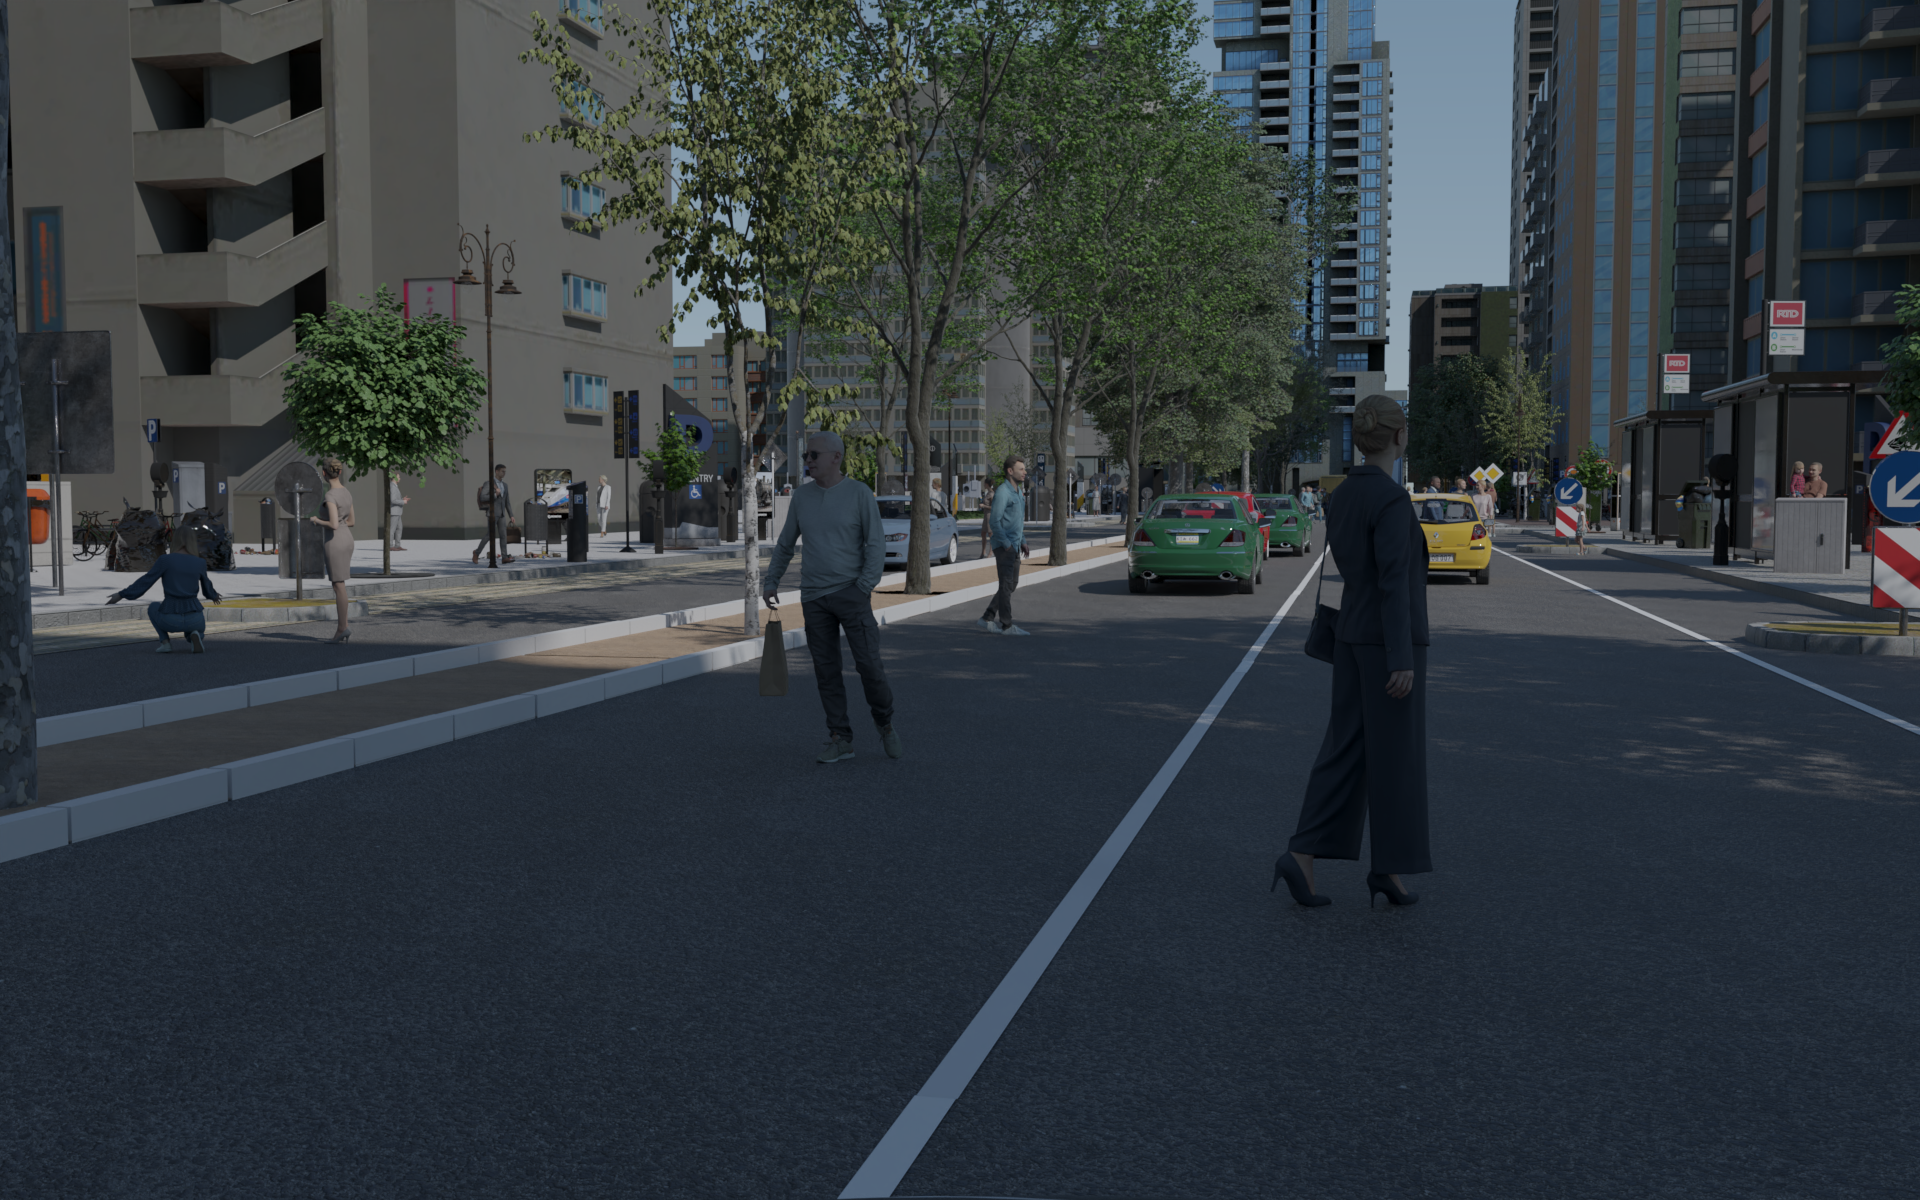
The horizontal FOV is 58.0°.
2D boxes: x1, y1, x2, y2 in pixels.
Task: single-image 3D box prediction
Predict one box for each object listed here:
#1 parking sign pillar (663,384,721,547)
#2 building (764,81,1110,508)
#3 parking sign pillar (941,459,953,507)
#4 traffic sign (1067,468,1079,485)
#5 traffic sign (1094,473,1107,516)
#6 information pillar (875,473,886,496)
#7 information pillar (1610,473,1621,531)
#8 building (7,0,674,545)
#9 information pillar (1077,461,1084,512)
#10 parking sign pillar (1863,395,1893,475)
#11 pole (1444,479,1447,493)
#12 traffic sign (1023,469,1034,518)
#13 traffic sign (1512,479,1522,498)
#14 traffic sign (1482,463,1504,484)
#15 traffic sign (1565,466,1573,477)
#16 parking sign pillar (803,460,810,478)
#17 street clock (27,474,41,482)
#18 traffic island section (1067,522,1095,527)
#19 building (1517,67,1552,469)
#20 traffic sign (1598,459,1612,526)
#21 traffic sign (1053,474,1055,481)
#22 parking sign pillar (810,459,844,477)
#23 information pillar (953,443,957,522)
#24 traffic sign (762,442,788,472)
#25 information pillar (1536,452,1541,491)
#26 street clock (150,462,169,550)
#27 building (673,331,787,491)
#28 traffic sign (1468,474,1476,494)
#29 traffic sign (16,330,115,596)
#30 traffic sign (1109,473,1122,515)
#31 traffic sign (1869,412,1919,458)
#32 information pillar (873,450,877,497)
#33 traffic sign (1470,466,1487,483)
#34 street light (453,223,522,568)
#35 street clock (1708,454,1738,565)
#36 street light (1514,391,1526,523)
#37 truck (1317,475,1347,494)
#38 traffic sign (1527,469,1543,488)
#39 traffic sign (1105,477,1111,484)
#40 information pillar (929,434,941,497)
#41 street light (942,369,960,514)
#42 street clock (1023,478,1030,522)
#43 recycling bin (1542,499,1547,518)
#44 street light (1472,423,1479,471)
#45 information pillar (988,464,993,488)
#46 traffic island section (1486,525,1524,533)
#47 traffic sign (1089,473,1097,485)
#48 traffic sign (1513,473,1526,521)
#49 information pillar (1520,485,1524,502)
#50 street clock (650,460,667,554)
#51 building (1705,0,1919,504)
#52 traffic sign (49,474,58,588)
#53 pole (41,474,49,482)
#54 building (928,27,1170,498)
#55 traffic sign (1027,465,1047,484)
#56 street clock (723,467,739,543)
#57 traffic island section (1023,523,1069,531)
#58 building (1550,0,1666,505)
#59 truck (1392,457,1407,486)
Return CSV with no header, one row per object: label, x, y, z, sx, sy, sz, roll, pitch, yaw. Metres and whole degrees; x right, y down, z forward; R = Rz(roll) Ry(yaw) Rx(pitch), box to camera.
parking sign pillar,-6.639,-3.318,42.714,1.447,3.967,1.447,-3,4,-39
building,-1.920,-29.097,167.618,32.217,40.220,23.993,1,4,13
parking sign pillar,-0.889,-8.188,122.351,1.447,3.967,1.447,-2,4,-29
traffic sign,4.868,-4.554,76.644,0.795,2.593,0.064,1,4,13
traffic sign,8.345,-6.300,103.105,0.768,2.556,0.104,1,4,19
information pillar,-2.728,-3.379,59.738,0.304,2.012,0.304,1,4,15
information pillar,22.702,-3.385,59.832,0.304,2.012,0.304,-2,4,-30
building,-22.936,-26.261,53.070,21.600,48.544,21.300,1,4,13
information pillar,8.473,-7.987,121.935,0.504,3.616,0.183,2,4,34
parking sign pillar,24.876,-3.557,46.631,1.447,3.967,1.447,0,4,-2
pole,40.151,-9.139,143.266,0.158,3.312,0.155,0,3,0
traffic sign,3.406,-5.287,86.550,0.768,2.556,0.104,1,4,22
traffic sign,31.675,-5.894,98.498,0.606,2.300,0.079,1,4,15
traffic sign,19.973,-3.835,64.887,0.795,2.593,0.064,1,4,13
traffic sign,27.429,-4.732,77.473,0.768,2.556,0.104,1,4,19
parking sign pillar,-10.398,-8.006,119.372,1.447,3.967,1.447,0,4,-7
street clock,-21.893,-2.223,40.910,0.471,2.002,0.358,-2,4,-27
traffic island section,4.843,-3.329,76.716,2.009,0.180,2.903,1,4,13
building,73.808,-34.909,190.376,23.786,49.044,30.456,1,4,13
traffic sign,23.540,-3.886,63.637,0.768,2.556,0.104,1,4,20
traffic sign,5.737,-6.115,100.093,0.768,2.556,0.104,1,4,14
parking sign pillar,-6.423,-6.050,87.392,1.447,3.967,1.447,-3,5,-41
information pillar,-0.233,-5.394,79.554,0.183,3.616,0.504,-1,4,-18
traffic sign,-4.746,-2.701,43.888,0.795,2.593,0.064,1,4,16
information pillar,31.910,-6.372,95.541,0.183,3.616,0.504,0,4,5
street clock,-18.230,-2.136,39.493,0.358,2.002,0.471,0,3,0
building,-17.395,-22.548,213.706,28.899,21.520,27.650,1,4,13
traffic sign,31.563,-6.499,106.372,0.768,2.556,0.104,1,4,15
traffic sign,-11.637,-1.709,21.815,2.265,3.308,0.079,1,4,14
traffic sign,9.532,-6.501,106.398,0.768,2.556,0.104,1,4,16
traffic sign,13.992,-1.576,25.775,0.884,2.594,0.081,1,4,16
information pillar,-3.673,-5.334,78.565,0.504,3.616,0.183,1,4,10
traffic sign,21.799,-4.310,72.662,0.795,2.593,0.064,1,4,13
street light,-8.088,-3.488,29.809,0.468,5.910,1.993,1,4,13
street clock,13.713,-1.626,31.161,0.471,2.002,0.358,-1,4,-16
street light,25.132,-6.431,77.928,0.468,5.910,1.993,1,4,13
truck,37.445,-10.864,173.546,3.469,3.379,9.791,1,4,14
traffic sign,29.437,-5.430,88.789,0.884,2.594,0.081,1,4,19
traffic sign,9.942,-7.219,118.139,0.768,2.556,0.104,1,4,20
information pillar,-0.990,-4.666,67.649,0.504,3.616,0.183,0,4,4
street light,-0.386,-5.521,63.061,0.468,5.910,1.993,1,4,13
street clock,3.066,-4.610,79.947,0.358,2.002,0.471,0,4,7
recycling bin,31.467,-4.966,93.755,0.722,1.027,0.722,0,4,2
street light,32.998,-8.462,111.141,0.468,5.910,1.993,1,4,13
information pillar,2.314,-8.716,133.857,0.183,3.616,0.504,-3,5,-42
traffic island section,19.998,-2.611,64.964,2.009,0.180,2.903,1,4,13
traffic sign,8.307,-6.531,106.512,0.795,2.593,0.064,1,4,16
traffic sign,26.293,-4.847,81.386,0.606,2.300,0.079,1,4,23
information pillar,35.965,-6.495,110.677,0.304,2.012,0.304,2,4,27
street clock,-6.446,-1.986,37.043,0.358,2.002,0.471,-1,4,-10
building,50.186,-26.024,80.122,28.867,44.769,22.147,1,4,13
traffic sign,-12.421,-1.449,23.699,0.884,2.594,0.081,1,4,14
pole,-20.638,-2.766,39.060,0.158,3.312,0.155,0,3,0
building,9.879,-37.696,205.571,27.495,52.752,28.713,1,4,13
traffic sign,3.042,-4.078,68.869,0.795,2.593,0.064,1,4,13
street clock,-6.077,-2.527,45.890,0.358,2.002,0.471,1,4,16
traffic island section,3.018,-2.854,68.942,2.009,0.180,2.903,1,4,13
building,54.123,-29.622,134.433,14.600,45.320,14.200,1,4,13
truck,28.715,-7.802,117.329,2.967,4.110,18.799,1,4,14
